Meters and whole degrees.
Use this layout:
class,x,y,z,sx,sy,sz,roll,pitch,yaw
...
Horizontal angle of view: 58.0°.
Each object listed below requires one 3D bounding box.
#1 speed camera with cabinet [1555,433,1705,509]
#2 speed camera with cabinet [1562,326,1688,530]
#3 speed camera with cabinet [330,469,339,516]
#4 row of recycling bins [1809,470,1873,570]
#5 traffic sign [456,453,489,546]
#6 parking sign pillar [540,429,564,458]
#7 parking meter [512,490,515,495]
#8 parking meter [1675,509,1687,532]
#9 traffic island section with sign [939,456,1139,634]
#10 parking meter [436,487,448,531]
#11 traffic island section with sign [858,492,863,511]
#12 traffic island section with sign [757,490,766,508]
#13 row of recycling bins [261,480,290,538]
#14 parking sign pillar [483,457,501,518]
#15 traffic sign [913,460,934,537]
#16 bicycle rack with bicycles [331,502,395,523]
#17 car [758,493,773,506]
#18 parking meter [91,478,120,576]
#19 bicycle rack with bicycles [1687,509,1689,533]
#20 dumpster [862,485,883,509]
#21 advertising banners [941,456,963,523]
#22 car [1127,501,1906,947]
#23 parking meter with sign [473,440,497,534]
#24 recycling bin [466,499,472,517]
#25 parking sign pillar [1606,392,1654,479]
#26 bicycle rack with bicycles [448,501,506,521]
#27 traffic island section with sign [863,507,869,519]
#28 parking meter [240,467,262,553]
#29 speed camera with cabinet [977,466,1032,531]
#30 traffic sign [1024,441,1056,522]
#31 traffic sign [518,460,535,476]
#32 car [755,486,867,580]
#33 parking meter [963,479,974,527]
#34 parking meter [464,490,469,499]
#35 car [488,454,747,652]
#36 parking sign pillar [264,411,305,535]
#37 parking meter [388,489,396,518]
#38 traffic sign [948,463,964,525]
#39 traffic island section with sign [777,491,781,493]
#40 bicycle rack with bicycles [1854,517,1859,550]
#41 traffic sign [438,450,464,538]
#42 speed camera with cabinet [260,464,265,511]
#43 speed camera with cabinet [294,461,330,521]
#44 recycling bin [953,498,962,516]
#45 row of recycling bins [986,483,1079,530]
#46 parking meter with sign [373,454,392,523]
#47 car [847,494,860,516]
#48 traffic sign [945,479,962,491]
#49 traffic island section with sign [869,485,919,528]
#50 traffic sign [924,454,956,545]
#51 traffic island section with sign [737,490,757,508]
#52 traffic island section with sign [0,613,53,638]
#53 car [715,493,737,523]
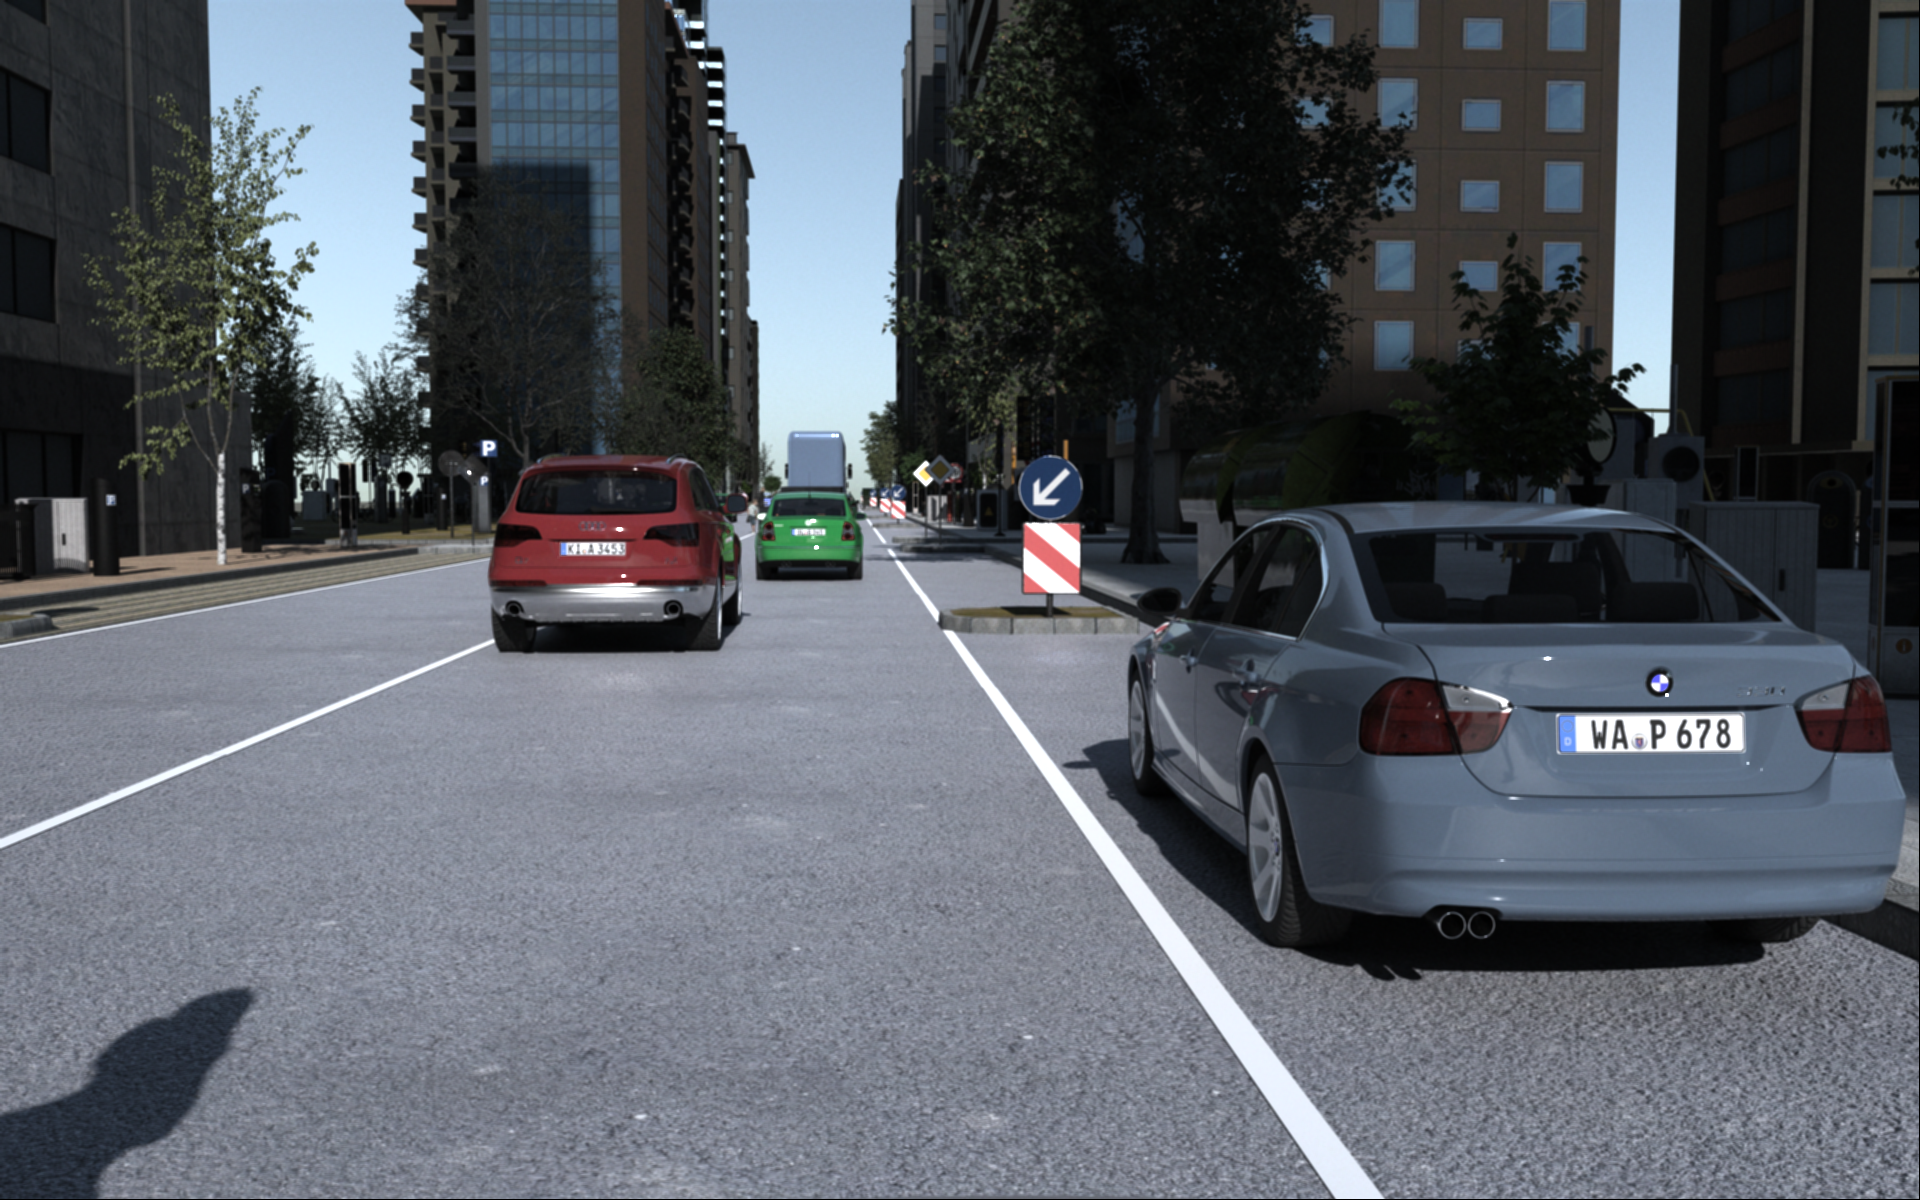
class,x,y,z,sx,sy,sz,roll,pitch,yaw
speed camera with cabinet,10.202,-1.962,26.412,2.038,3.252,0.660,0,4,5
speed camera with cabinet,7.570,-1.559,19.821,0.660,3.252,2.038,0,4,3
speed camera with cabinet,-37.510,-6.625,102.657,0.660,3.252,2.038,0,4,8
row of recycling bins,15.854,-1.335,28.937,1.069,1.692,3.534,-2,4,-32
traffic sign,-12.024,-2.391,42.732,0.795,2.450,0.064,0,4,-4
parking sign pillar,-17.101,-5.146,72.617,1.447,3.967,1.447,-3,5,-42
parking meter,-24.552,-5.334,95.620,0.372,1.533,0.369,0,3,0
parking meter,14.404,-1.614,34.799,0.372,1.533,0.369,0,3,0
traffic island section with sign,0.783,-0.612,18.638,1.989,1.847,2.006,0,4,-4
parking meter,-18.266,-3.220,61.055,0.372,1.533,0.369,0,3,0
traffic island section with sign,-7.687,-8.722,151.228,1.989,1.847,2.006,0,4,-4
traffic island section with sign,-20.645,-10.306,177.126,1.989,1.847,2.006,0,4,-4
row of recycling bins,-21.298,-2.670,50.767,3.534,1.692,1.069,1,4,12
parking sign pillar,-25.609,-6.475,94.339,1.447,3.967,1.447,0,4,-1
traffic sign,-1.011,-2.922,51.414,0.795,2.450,0.064,0,4,-4
bicycle rack with bicycles,-27.397,-4.029,79.248,2.925,0.926,2.852,-2,4,-27
car,-21.260,-11.004,189.512,1.945,1.707,3.694,0,4,-5
parking meter,-13.411,-1.148,27.175,0.372,1.533,0.369,0,3,0
bicycle rack with bicycles,19.128,-1.826,43.236,2.925,0.926,2.852,-2,4,-32
dumpster,-8.246,-9.695,163.456,1.985,2.255,1.502,0,4,-3
advertising banners,-0.443,-5.012,78.135,0.090,3.025,2.074,-2,4,-31
car,1.768,0.318,6.800,2.014,1.417,4.499,0,4,-3
parking meter with sign,-15.568,-3.684,56.492,0.543,3.016,1.738,-2,4,-29
recycling bin,-27.297,-5.101,95.954,0.722,1.027,0.722,-2,4,-25
parking sign pillar,16.399,-3.319,42.731,1.447,3.967,1.447,-3,4,-37
bicycle rack with bicycles,-23.551,-4.335,84.251,2.925,0.926,2.852,0,4,7
traffic island section with sign,-4.486,-5.656,101.095,1.989,1.847,2.006,0,4,-4
parking meter,-15.441,-1.958,37.727,0.399,1.863,0.255,1,4,22
speed camera with cabinet,1.620,-4.031,60.241,2.038,3.252,0.660,1,4,19
traffic sign,1.887,-2.515,41.226,0.768,2.556,0.104,0,4,-3
traffic sign,-12.533,-2.878,50.701,0.795,2.450,0.064,0,4,-4
car,-2.605,-1.314,30.278,1.959,1.807,4.718,0,4,-4
parking meter,0.340,-3.750,67.027,0.255,1.863,0.399,-3,5,-44
parking meter,-34.085,-6.817,119.867,0.372,1.533,0.369,0,3,0
car,-3.305,-0.528,17.301,2.281,1.827,5.304,0,4,-4
parking sign pillar,-21.738,-4.087,55.295,1.447,3.967,1.447,0,4,1
parking meter,-30.960,-5.260,94.406,0.372,1.533,0.369,0,3,0
traffic sign,-0.227,-4.356,71.327,0.768,2.556,0.104,0,4,0
traffic island section with sign,-24.153,-13.668,232.103,1.989,1.847,2.006,0,4,-4
bicycle rack with bicycles,19.457,-1.652,40.386,2.852,0.926,2.925,-3,4,-36
traffic sign,-14.755,-3.067,50.259,0.768,2.556,0.104,0,4,-1
speed camera with cabinet,-44.186,-7.077,110.039,0.660,3.252,2.038,0,4,4
speed camera with cabinet,-31.660,-5.451,83.455,2.038,3.252,0.660,0,4,-6
recycling bin,-0.314,-5.471,102.012,0.722,1.027,0.722,-1,4,-9
row of recycling bins,2.555,-3.366,62.153,3.534,1.692,1.069,1,4,18
parking meter with sign,-25.532,-4.901,76.386,0.543,3.016,1.738,-2,4,-31
car,-6.756,-5.299,98.444,2.131,1.459,4.920,0,4,-5
traffic sign,-0.359,-4.843,79.189,0.884,2.594,0.081,0,4,1
traffic island section with sign,-2.771,-4.010,74.194,1.989,1.847,2.006,0,4,-4
traffic sign,-0.502,-2.434,43.445,0.795,2.450,0.064,0,4,-4
traffic island section with sign,-18.925,-8.659,150.205,1.989,1.847,2.006,0,4,-4
traffic island section with sign,-10.445,-0.545,17.533,1.989,1.847,2.006,0,4,-4
car,-12.283,-4.831,87.787,1.959,1.807,4.718,0,4,-4
